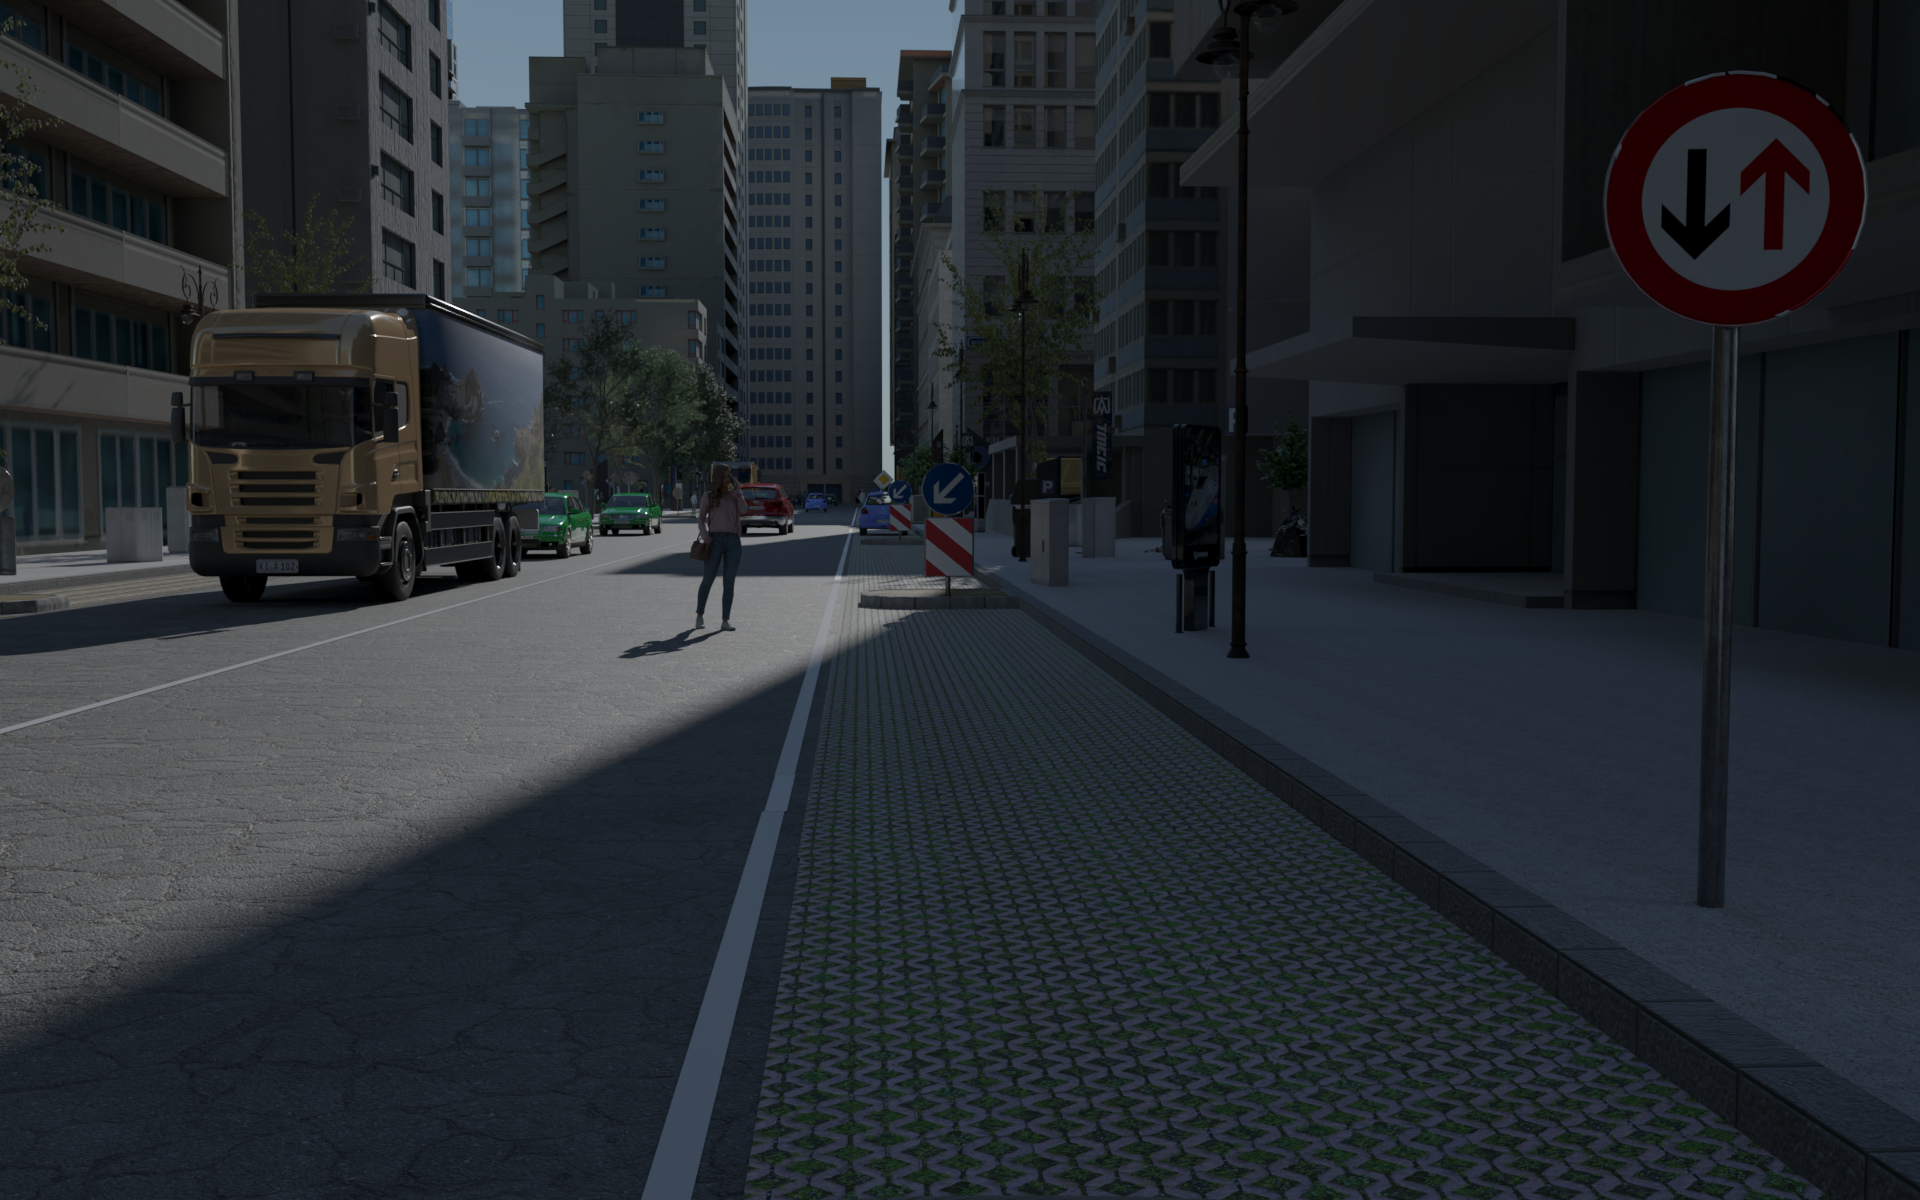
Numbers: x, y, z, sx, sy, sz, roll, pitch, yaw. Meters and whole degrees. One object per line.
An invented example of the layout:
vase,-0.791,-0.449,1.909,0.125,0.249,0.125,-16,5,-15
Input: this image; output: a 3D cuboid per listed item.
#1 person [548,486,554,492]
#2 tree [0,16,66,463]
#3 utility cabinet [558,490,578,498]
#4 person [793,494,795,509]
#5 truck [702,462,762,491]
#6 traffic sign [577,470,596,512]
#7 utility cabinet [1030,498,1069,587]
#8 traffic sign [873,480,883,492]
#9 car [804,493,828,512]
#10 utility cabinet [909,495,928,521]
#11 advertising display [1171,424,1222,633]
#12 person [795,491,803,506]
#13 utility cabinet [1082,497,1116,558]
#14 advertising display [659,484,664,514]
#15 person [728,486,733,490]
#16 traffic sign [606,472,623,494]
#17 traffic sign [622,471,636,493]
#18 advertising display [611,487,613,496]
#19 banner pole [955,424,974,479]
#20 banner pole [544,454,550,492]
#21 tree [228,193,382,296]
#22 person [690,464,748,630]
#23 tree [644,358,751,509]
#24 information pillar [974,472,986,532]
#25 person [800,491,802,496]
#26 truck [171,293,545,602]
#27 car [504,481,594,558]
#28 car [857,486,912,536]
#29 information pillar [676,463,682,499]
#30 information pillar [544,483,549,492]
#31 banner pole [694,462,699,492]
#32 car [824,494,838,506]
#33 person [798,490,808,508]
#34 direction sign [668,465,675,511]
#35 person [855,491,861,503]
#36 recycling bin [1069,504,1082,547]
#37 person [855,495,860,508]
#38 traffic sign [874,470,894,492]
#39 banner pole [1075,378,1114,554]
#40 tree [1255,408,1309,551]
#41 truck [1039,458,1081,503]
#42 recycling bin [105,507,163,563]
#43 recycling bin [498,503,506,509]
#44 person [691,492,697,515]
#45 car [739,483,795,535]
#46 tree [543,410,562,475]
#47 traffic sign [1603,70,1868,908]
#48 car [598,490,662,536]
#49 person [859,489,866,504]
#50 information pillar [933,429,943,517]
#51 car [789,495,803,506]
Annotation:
person,-17.635,-4.052,75.085,0.374,1.781,0.599,-3,5,-39
tree,-14.935,-4.570,25.076,4.360,8.622,3.978,0,3,0
utility cabinet,-24.115,-5.990,106.618,1.173,1.500,0.318,0,4,4
person,-15.685,-9.305,163.897,0.557,1.426,1.065,0,4,-4
truck,-13.725,-6.735,106.035,3.469,3.379,9.791,0,4,-4
traffic sign,-15.263,-4.110,70.839,0.795,2.450,0.064,0,4,-3
utility cabinet,1.256,-0.815,24.492,0.306,1.237,1.020,-1,4,-13
traffic sign,-3.593,-4.639,79.482,0.795,2.450,0.064,0,4,-3
car,-11.371,-7.790,136.954,1.945,1.707,3.694,0,4,-5
utility cabinet,-1.945,-4.348,82.255,0.306,1.237,1.020,3,5,42
advertising display,2.228,-0.678,16.302,0.123,1.923,0.974,2,4,29
person,-19.498,-12.290,209.530,1.350,1.814,0.705,-2,4,-25
utility cabinet,2.818,-1.469,35.185,0.306,1.237,1.020,2,4,29
advertising display,-18.979,-6.419,110.164,0.123,1.923,0.974,0,4,-2
person,-10.393,-4.269,78.469,0.661,1.801,0.590,1,4,15
traffic sign,-15.719,-4.598,78.812,0.795,2.450,0.064,0,4,-3
traffic sign,-18.438,-5.896,96.503,0.768,2.556,0.104,0,4,1
advertising display,-30.677,-9.014,152.591,0.123,1.923,0.974,-1,4,-10
banner pole,0.108,-4.420,62.284,0.863,3.779,0.401,0,4,-2
banner pole,-26.014,-7.260,108.724,0.863,3.779,0.401,-1,4,-22
tree,-16.382,-5.686,43.322,4.737,8.622,4.395,0,3,0
person,-2.581,-0.566,18.345,0.593,1.750,0.643,-1,4,-20
tree,-22.354,-14.012,146.098,9.611,12.733,9.660,0,3,0
information pillar,0.661,-3.273,57.999,0.304,2.012,0.304,-1,4,-22
person,-20.814,-13.325,226.456,1.348,1.812,0.705,0,4,1
truck,-8.710,-2.298,26.492,2.839,4.237,11.283,0,4,-2
car,-9.637,-1.904,39.923,1.959,1.807,4.718,0,4,-2
car,-2.652,-3.117,60.555,1.945,1.707,3.694,0,4,-2
information pillar,-21.425,-8.611,132.138,0.504,3.616,0.183,-2,4,-34
information pillar,-27.303,-6.717,114.320,0.304,2.012,0.304,-1,4,-21
banner pole,-20.702,-8.923,135.903,0.401,3.779,0.863,2,4,24
car,-15.714,-12.039,208.631,2.131,1.459,4.920,0,4,-2
person,-15.529,-10.088,173.529,1.350,1.814,0.705,0,4,-1
direction sign,-22.468,-8.743,134.944,0.876,3.537,0.379,3,5,40
person,-11.164,-11.304,193.287,1.348,1.831,0.705,2,4,24
recycling bin,2.953,-1.826,42.415,0.722,1.027,0.722,-2,4,-28
person,-10.726,-10.488,183.162,0.799,1.438,0.628,1,4,15
traffic sign,-3.137,-4.151,71.510,0.795,2.450,0.064,0,4,-3
banner pole,2.895,-2.886,37.207,0.863,3.779,0.401,2,4,25
tree,7.449,-2.721,39.088,1.663,3.219,1.824,0,3,0
truck,7.417,-4.894,75.934,9.791,3.379,3.469,0,4,-2
recycling bin,-15.634,-1.238,32.794,0.722,1.027,0.722,1,4,12
recycling bin,-18.361,-3.474,69.351,0.722,1.027,0.722,2,4,24
person,-18.177,-6.623,118.593,0.330,1.601,0.589,-3,4,-37
car,-7.101,-3.274,62.200,2.281,1.827,5.304,0,4,-2
tree,-34.133,-11.546,139.133,4.360,8.622,3.978,0,3,0
traffic sign,2.342,-0.319,5.325,0.768,2.556,0.104,0,4,6
car,-11.644,-3.210,61.285,1.959,1.807,4.718,0,4,-3
person,-8.543,-8.829,152.726,0.514,1.842,0.818,-3,5,-43
information pillar,-0.777,-4.353,62.527,0.183,3.616,0.504,-3,5,-42
car,-20.516,-12.426,215.750,1.945,1.354,3.894,0,4,-1
